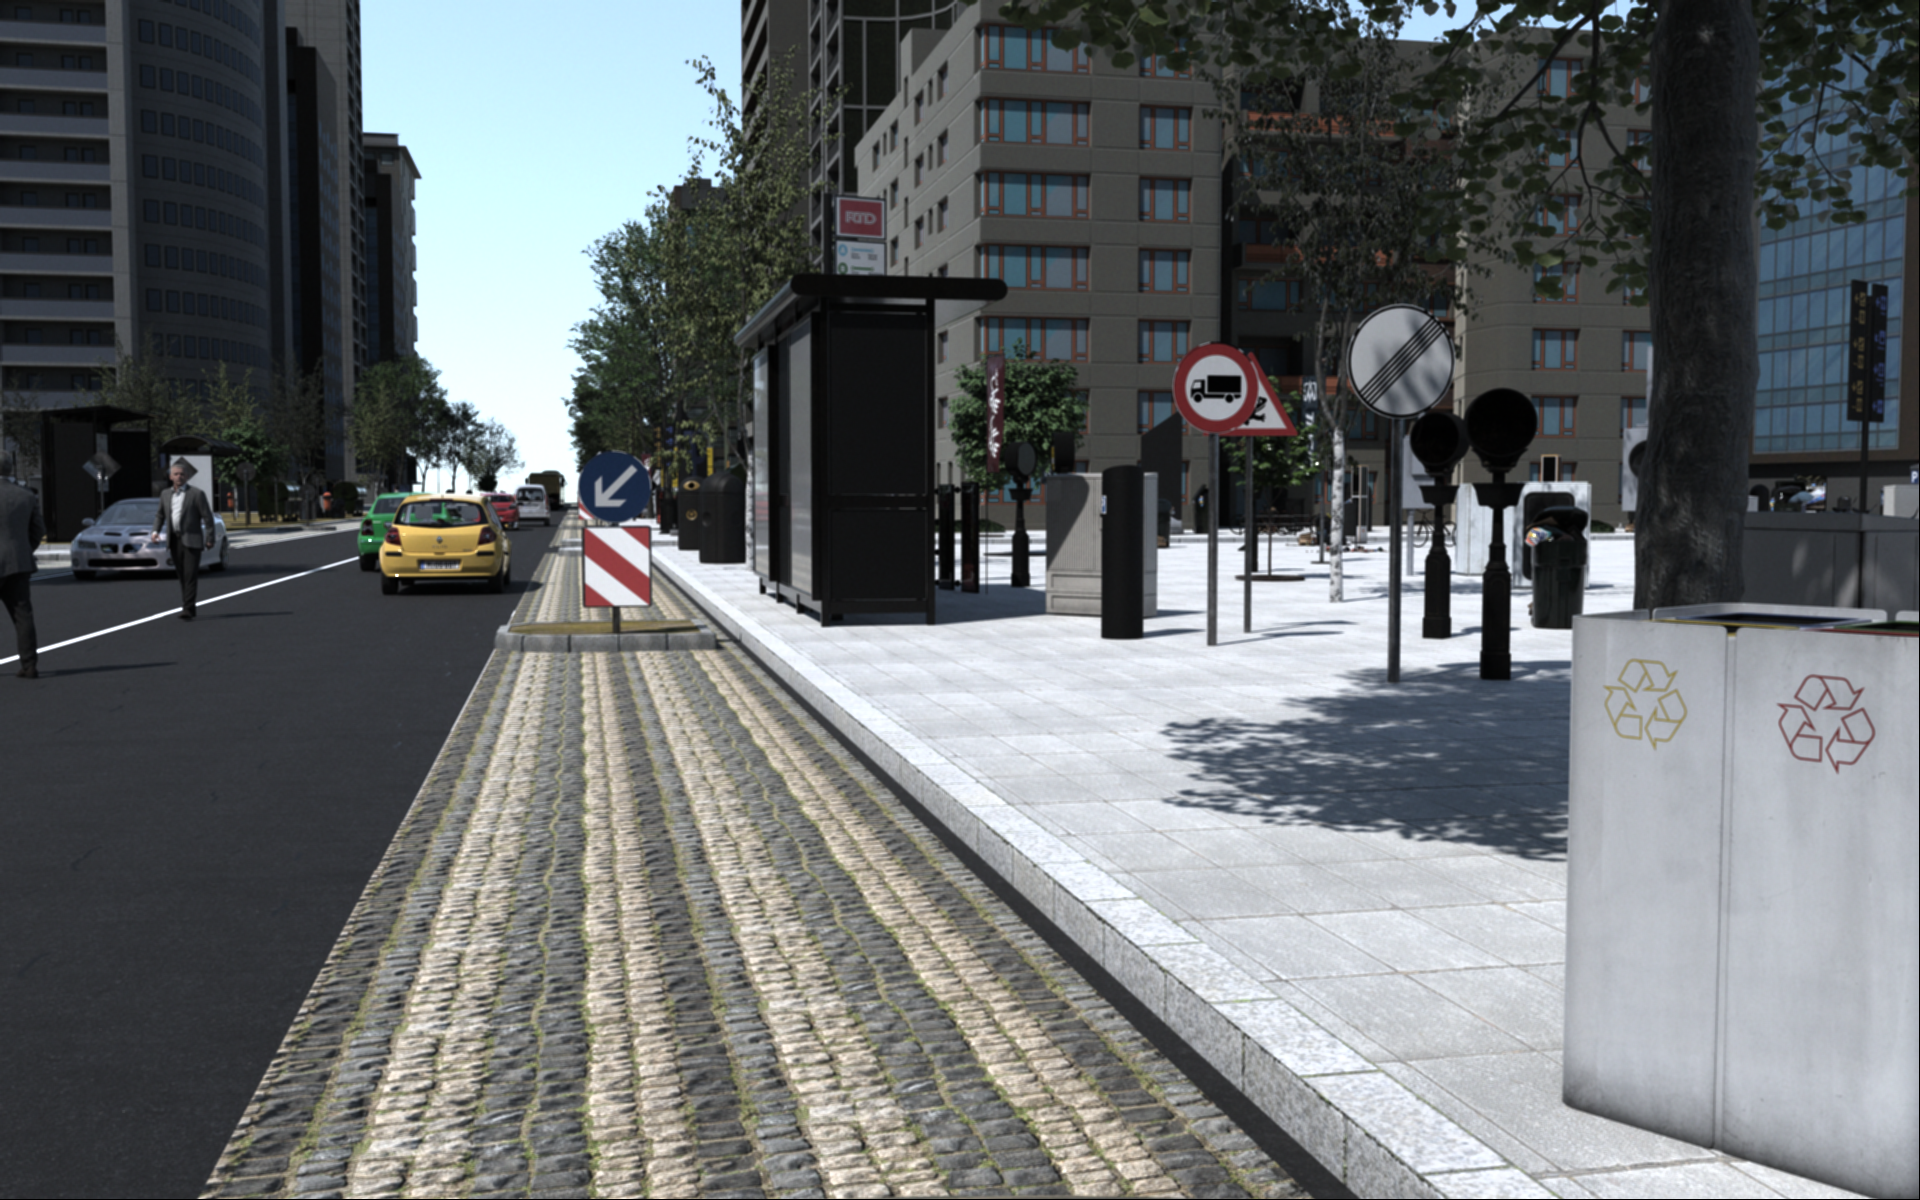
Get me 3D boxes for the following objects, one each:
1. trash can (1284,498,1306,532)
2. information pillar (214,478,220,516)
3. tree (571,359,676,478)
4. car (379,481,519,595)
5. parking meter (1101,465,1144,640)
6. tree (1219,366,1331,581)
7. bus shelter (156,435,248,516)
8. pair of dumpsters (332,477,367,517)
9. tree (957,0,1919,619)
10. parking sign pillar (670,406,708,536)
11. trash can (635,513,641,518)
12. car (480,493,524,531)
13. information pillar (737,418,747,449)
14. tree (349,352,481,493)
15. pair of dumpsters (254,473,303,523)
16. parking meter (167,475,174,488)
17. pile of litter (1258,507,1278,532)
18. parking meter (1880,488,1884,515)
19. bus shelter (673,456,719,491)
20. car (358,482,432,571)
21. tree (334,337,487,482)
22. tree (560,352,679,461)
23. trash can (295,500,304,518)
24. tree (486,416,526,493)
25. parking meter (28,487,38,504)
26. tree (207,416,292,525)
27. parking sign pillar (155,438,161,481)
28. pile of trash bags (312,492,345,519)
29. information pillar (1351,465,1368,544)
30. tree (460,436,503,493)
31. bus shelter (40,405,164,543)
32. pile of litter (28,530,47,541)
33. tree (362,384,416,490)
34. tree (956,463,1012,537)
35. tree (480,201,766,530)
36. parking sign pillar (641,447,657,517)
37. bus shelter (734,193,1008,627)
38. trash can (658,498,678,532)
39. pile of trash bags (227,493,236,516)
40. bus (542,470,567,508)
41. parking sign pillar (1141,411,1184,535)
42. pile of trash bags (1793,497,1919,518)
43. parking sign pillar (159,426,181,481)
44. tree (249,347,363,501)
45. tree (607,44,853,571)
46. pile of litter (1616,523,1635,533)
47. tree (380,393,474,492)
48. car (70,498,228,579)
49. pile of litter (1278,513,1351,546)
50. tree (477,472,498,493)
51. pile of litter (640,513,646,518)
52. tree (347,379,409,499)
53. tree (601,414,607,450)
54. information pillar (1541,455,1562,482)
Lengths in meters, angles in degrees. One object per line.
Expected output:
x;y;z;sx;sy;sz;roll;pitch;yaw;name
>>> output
11.454;-2.912;59.263;0.748;1.137;0.748;0;3;0;trash can
-34.553;-4.643;80.412;0.304;2.012;0.304;-3;5;-39;information pillar
-22.430;-11.077;115.523;7.601;10.594;8.767;0;4;-3;tree
-7.731;-0.979;26.228;2.015;1.641;3.980;-1;4;-12;car
1.447;-0.428;15.403;0.372;1.533;0.369;0;3;0;parking meter
4.520;-1.905;25.745;1.663;3.219;1.824;0;3;0;tree
-27.088;-4.173;62.146;2.014;3.302;5.546;-1;4;-12;bus shelter
-34.867;-5.889;98.778;1.574;2.255;4.437;-1;4;-12;pair of dumpsters
2.154;-5.317;5.064;7.486;12.596;7.792;0;3;0;tree
-8.254;-3.977;53.503;1.447;3.967;1.447;1;4;16;parking sign pillar
-17.191;-4.894;91.664;0.748;1.137;0.748;0;3;0;trash can
-18.570;-3.687;69.323;2.155;1.783;4.494;-1;4;-14;car
-6.715;-3.796;53.419;0.183;3.616;0.504;-3;4;-38;information pillar
-40.691;-12.259;126.187;9.928;11.665;9.643;0;3;0;tree
-31.301;-4.714;79.569;1.574;2.255;4.437;-1;4;-12;pair of dumpsters
-24.486;-2.956;54.041;0.399;1.863;0.255;-2;4;-29;parking meter
10.285;-2.726;58.529;1.176;0.858;1.719;0;4;1;pile of litter
37.186;-3.742;69.587;0.372;1.533;0.369;0;3;0;parking meter
-12.374;-5.273;80.144;2.014;3.302;5.546;-1;4;-12;bus shelter
-10.558;-1.523;33.698;1.959;1.807;4.718;-1;4;-12;car
-44.111;-13.808;136.129;12.009;13.543;11.850;0;3;0;tree
-26.232;-13.975;135.148;9.857;13.997;8.962;0;3;0;tree
-35.859;-5.052;94.253;0.748;1.137;0.748;0;3;0;trash can
-73.104;-21.972;269.607;12.009;13.543;11.850;0;3;0;tree
-34.403;-3.416;64.265;0.372;1.533;0.369;0;3;0;parking meter
-29.838;-5.423;72.384;4.285;4.588;4.351;0;3;0;tree
-38.230;-5.820;83.632;1.447;3.967;1.447;1;4;8;parking sign pillar
-33.116;-4.939;90.502;1.912;1.369;3.447;-2;4;-24;pile of trash bags
10.290;-2.454;44.612;0.304;2.012;0.304;-2;4;-35;information pillar
-57.984;-15.648;206.208;4.737;8.622;4.395;0;3;0;tree
-23.878;-3.497;48.464;1.731;3.624;6.357;-1;4;-12;bus shelter
-25.656;-2.044;47.388;1.176;0.858;1.719;-2;4;-27;pile of litter
-38.780;-10.151;116.326;4.360;8.622;3.978;0;3;0;tree
0.854;-3.498;51.787;1.663;3.219;1.824;0;3;0;tree
-10.415;-8.319;61.772;9.928;11.665;9.643;0;3;0;tree
-17.844;-6.724;98.415;1.447;3.967;1.447;-1;4;-9;parking sign pillar
-1.488;-2.645;20.871;2.179;5.291;8.768;-1;4;-13;bus shelter
-9.724;-2.828;57.886;0.748;1.137;0.748;0;3;0;trash can
-43.846;-5.567;100.768;3.447;1.369;1.912;-2;4;-29;pile of trash bags
-42.696;-11.556;180.494;2.896;3.916;12.252;-1;4;-10;bus
6.355;-4.049;54.672;1.447;3.967;1.447;0;4;6;parking sign pillar
14.327;-1.047;26.870;3.447;1.369;1.912;-1;4;-22;pile of trash bags
-30.841;-4.912;68.780;1.447;3.967;1.447;-2;4;-25;parking sign pillar
-32.696;-8.303;86.118;4.360;8.622;3.978;0;3;0;tree
-3.579;-4.798;28.815;4.737;8.622;4.395;0;3;0;tree
22.816;-2.696;58.045;1.719;0.858;1.176;2;4;24;pile of litter
-46.467;-13.155;149.492;8.767;10.594;7.601;-1;4;-23;tree
-14.348;-1.131;30.858;2.083;1.381;4.827;-1;4;-12;car
8.942;-1.791;43.242;1.719;0.858;1.176;0;4;4;pile of litter
-69.605;-16.601;255.136;4.285;4.588;4.351;0;3;0;tree
-17.605;-4.874;93.647;1.176;0.858;1.719;-2;4;-30;pile of litter
-37.424;-9.823;110.966;4.737;8.622;4.395;0;3;0;tree
-20.616;-9.648;108.107;4.737;8.622;4.395;0;3;0;tree
11.114;-1.719;32.602;0.304;2.012;0.304;2;4;32;information pillar
